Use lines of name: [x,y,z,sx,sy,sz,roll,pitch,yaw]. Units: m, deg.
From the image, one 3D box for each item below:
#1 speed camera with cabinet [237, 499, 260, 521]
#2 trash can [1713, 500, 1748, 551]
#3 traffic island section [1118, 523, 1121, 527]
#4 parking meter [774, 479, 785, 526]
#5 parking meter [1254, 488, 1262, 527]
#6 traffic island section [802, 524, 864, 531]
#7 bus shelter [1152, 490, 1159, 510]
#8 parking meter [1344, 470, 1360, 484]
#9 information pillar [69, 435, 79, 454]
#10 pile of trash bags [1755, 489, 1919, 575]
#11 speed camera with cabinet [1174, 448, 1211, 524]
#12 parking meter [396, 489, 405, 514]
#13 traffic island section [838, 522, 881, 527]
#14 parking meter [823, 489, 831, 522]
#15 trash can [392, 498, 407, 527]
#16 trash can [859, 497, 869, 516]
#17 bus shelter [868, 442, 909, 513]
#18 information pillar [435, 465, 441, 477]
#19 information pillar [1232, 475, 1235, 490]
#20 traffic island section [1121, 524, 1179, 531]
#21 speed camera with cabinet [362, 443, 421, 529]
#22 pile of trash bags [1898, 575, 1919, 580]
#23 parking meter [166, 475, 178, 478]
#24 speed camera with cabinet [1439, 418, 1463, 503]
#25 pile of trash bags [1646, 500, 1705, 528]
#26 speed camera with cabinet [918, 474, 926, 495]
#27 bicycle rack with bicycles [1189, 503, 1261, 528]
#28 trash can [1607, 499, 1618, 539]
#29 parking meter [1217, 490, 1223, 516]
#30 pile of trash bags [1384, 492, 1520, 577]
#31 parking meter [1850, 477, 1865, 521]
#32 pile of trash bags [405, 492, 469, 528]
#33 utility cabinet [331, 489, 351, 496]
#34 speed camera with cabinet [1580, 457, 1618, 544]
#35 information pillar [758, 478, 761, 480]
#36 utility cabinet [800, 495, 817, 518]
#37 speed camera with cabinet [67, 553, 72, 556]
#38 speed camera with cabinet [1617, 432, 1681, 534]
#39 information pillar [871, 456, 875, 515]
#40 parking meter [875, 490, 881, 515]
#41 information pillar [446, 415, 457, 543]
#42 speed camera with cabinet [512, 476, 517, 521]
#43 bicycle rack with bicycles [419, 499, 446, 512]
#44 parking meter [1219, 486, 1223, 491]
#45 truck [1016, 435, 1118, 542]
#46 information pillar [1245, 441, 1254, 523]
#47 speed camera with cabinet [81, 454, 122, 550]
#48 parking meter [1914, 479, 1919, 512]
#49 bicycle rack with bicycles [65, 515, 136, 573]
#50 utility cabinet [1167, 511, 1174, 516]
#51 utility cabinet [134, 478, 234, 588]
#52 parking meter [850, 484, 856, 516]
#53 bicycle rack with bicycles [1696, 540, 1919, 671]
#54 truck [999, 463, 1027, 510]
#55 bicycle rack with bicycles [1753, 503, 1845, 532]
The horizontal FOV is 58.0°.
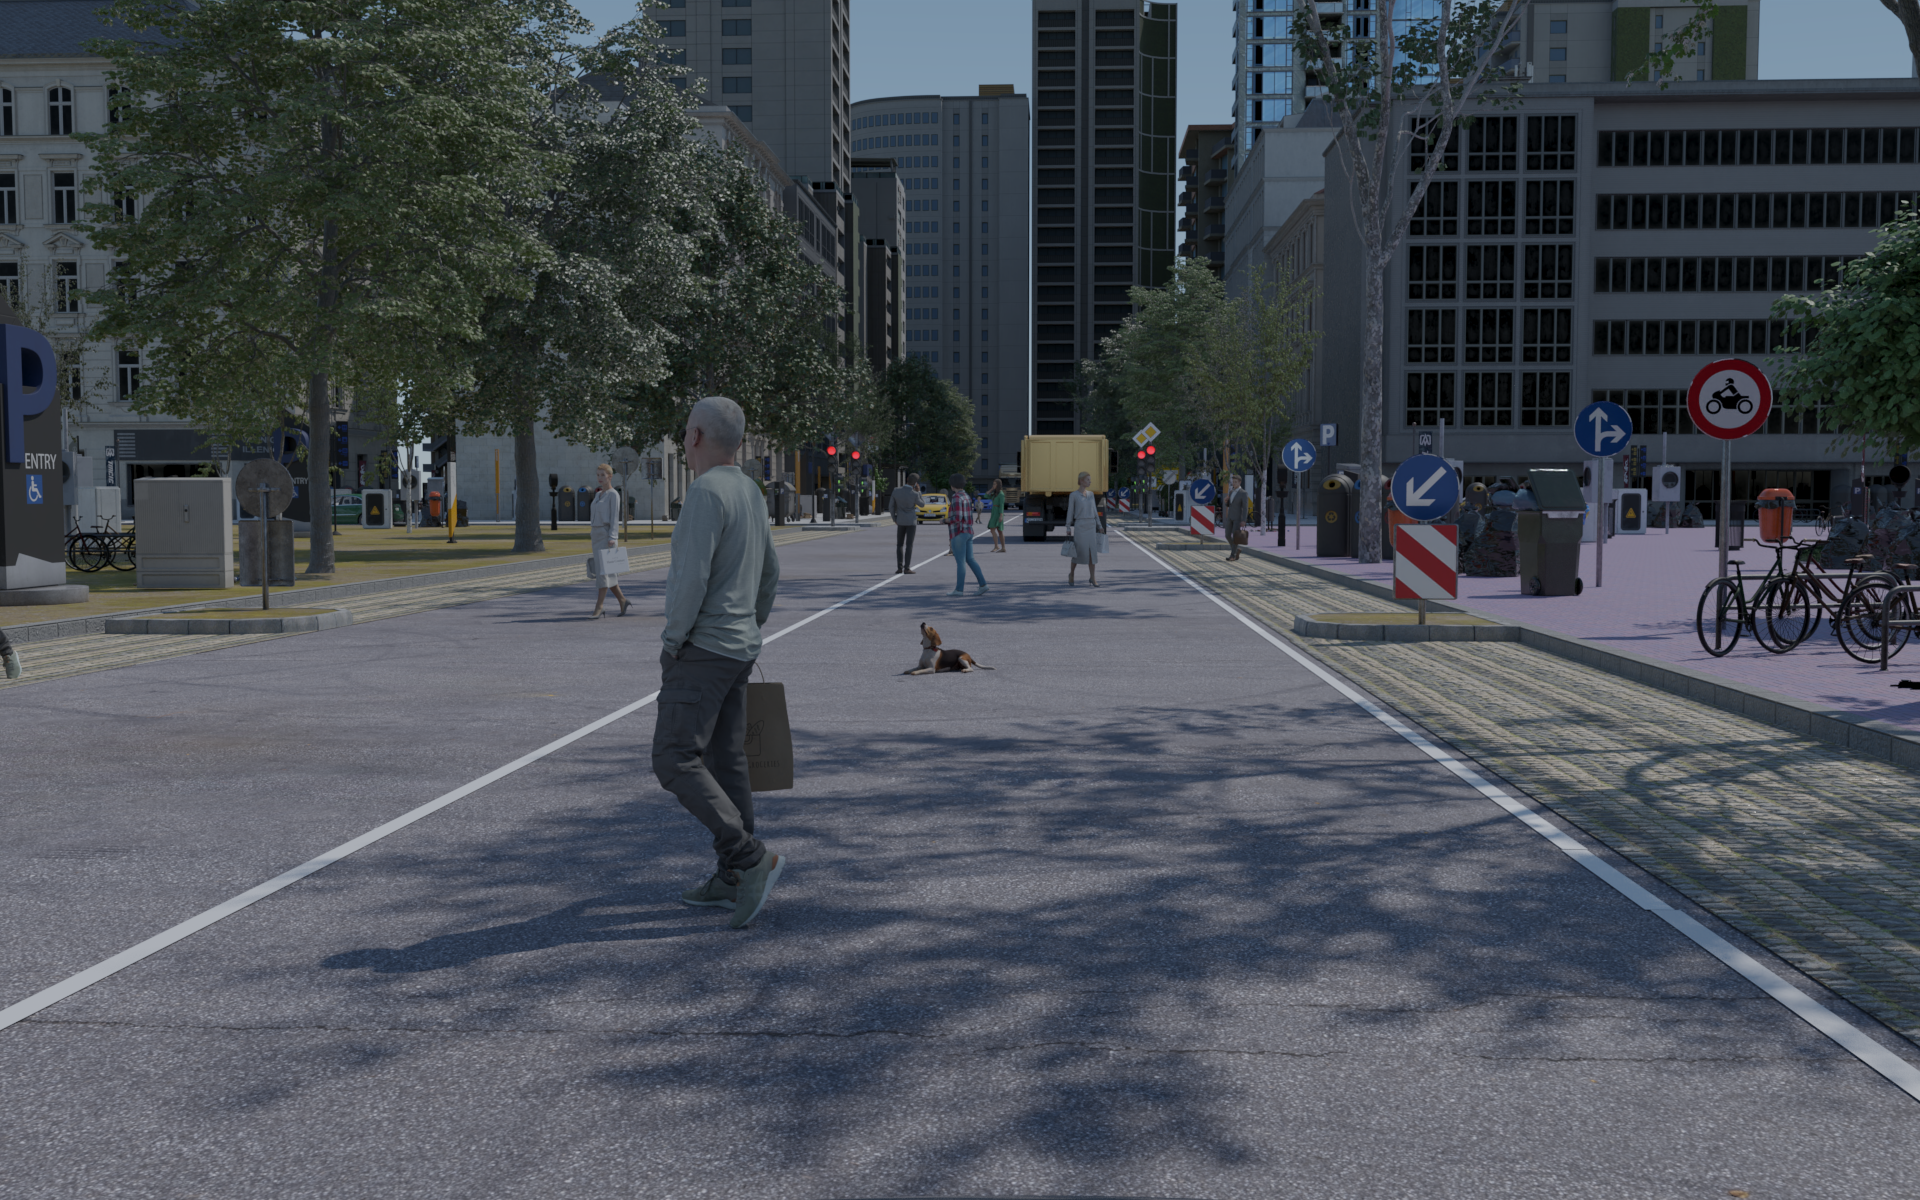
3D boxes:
speed camera with cabinet: [-33.135,-5.362,81.997,2.038,3.252,0.660,-1,4,-14]
trash can: [17.541,-1.701,39.464,0.748,1.137,0.748,0,3,0]
traffic island section: [7.907,-3.258,75.543,2.009,0.180,2.903,0,4,3]
parking meter: [-7.217,-3.887,69.269,0.255,1.863,0.399,2,4,35]
parking meter: [11.777,-3.654,68.161,0.372,1.533,0.369,0,3,0]
traffic island section: [-5.035,-2.815,68.313,2.009,0.180,2.903,0,4,3]
bus shelter: [15.210,-8.536,133.488,2.014,3.302,5.546,0,4,3]
parking meter: [9.475,-2.210,41.853,0.399,1.863,0.255,2,4,25]
information pillar: [-35.316,-4.757,69.126,0.504,3.616,0.183,1,4,20]
pile of trash bags: [15.212,-1.194,29.282,3.447,1.369,1.912,0,4,1]
speed camera with cabinet: [10.094,-4.950,75.267,0.660,3.252,2.038,-2,4,-26]
parking meter: [-25.526,-4.322,79.078,0.372,1.533,0.369,0,3,0]
traffic island section: [-4.563,-3.303,76.284,2.009,0.180,2.903,0,4,3]
parking meter: [-6.217,-4.421,80.696,0.372,1.533,0.369,0,3,0]
trash can: [-21.955,-3.437,67.849,0.748,1.137,0.748,0,3,0]
trash can: [-5.642,-5.517,101.854,0.748,1.137,0.748,0,3,0]
bus shelter: [-5.105,-8.821,121.847,2.179,5.291,8.768,0,4,4]
information pillar: [-41.543,-8.961,137.859,0.504,3.616,0.183,-3,4,-39]
information pillar: [10.641,-3.869,67.757,0.304,2.012,0.304,-1,4,-10]
traffic island section: [7.435,-2.770,67.572,2.009,0.180,2.903,0,4,3]
speed camera with cabinet: [-21.009,-4.261,64.006,2.038,3.252,0.660,-1,4,-10]
pile of trash bags: [15.754,-0.977,25.734,3.447,1.369,1.912,0,4,-4]
parking meter: [-24.687,-2.964,54.177,0.399,1.863,0.255,1,4,19]
speed camera with cabinet: [12.200,-3.085,44.778,2.038,3.252,0.660,-3,5,-41]
pile of trash bags: [26.285,-3.415,65.596,3.447,1.369,1.912,-1,4,-16]
speed camera with cabinet: [-3.931,-9.593,151.177,2.038,3.252,0.660,-3,4,-36]
bicycle rack with bicycles: [10.064,-3.230,66.199,2.925,0.926,2.852,0,4,-1]
trash can: [18.573,-2.342,49.946,0.748,1.137,0.748,0,3,0]
parking meter: [14.054,-5.211,93.617,0.372,1.533,0.369,0,3,0]
pile of trash bags: [7.873,-1.073,27.289,3.447,1.369,1.912,-3,5,-40]
parking meter: [30.560,-3.259,58.993,0.399,1.863,0.255,3,4,36]
pile of trash bags: [-20.013,-3.493,66.861,1.912,1.369,3.447,-1,4,-8]
utility cabinet: [-27.871,-4.216,77.603,1.173,1.500,0.318,0,4,8]
speed camera with cabinet: [16.555,-3.136,45.604,0.660,3.252,2.038,0,4,1]
information pillar: [-9.072,-4.450,77.256,0.304,2.012,0.304,-1,4,-23]
utility cabinet: [-8.097,-4.946,92.024,1.020,1.237,0.306,2,4,31]
speed camera with cabinet: [-19.216,-2.512,35.413,2.038,3.252,0.660,-1,4,-19]
speed camera with cabinet: [21.852,-3.724,55.229,2.038,3.252,0.660,0,4,-3]
information pillar: [-5.315,-7.039,106.444,0.183,3.616,0.504,0,4,7]
parking meter: [-4.948,-5.879,104.531,0.372,1.533,0.369,0,3,0]
information pillar: [-13.250,-3.289,45.136,0.183,3.616,0.504,0,3,0]
speed camera with cabinet: [-21.126,-5.430,83.111,0.660,3.252,2.038,-1,4,-19]
bicycle rack with bicycles: [-41.949,-7.476,135.608,2.852,0.926,2.925,3,5,43]
parking meter: [15.477,-5.914,102.400,0.399,1.863,0.255,2,4,24]
truck: [3.404,-3.648,55.576,3.469,3.379,9.791,0,4,4]
information pillar: [12.691,-5.176,75.976,0.504,3.616,0.183,-3,5,-43]
speed camera with cabinet: [-20.108,-2.790,39.950,2.038,3.252,0.660,3,5,40]
parking meter: [36.181,-3.639,65.204,0.255,1.863,0.399,-3,5,-44]
bicycle rack with bicycles: [-14.170,-0.967,29.193,2.925,0.926,2.852,-1,4,-8]
utility cabinet: [12.550,-5.538,101.716,0.306,1.237,1.020,2,4,35]
utility cabinet: [-10.438,-0.894,23.294,1.173,1.500,0.318,0,4,-2]
parking meter: [-6.122,-5.782,100.239,0.399,1.863,0.255,1,4,19]
bicycle rack with bicycles: [7.147,-0.021,13.733,2.925,0.926,2.852,-1,4,-14]
truck: [4.814,-10.334,157.870,2.839,4.237,11.283,0,4,3]
bicycle rack with bicycles: [25.832,-2.434,53.171,2.852,0.926,2.925,3,4,37]
